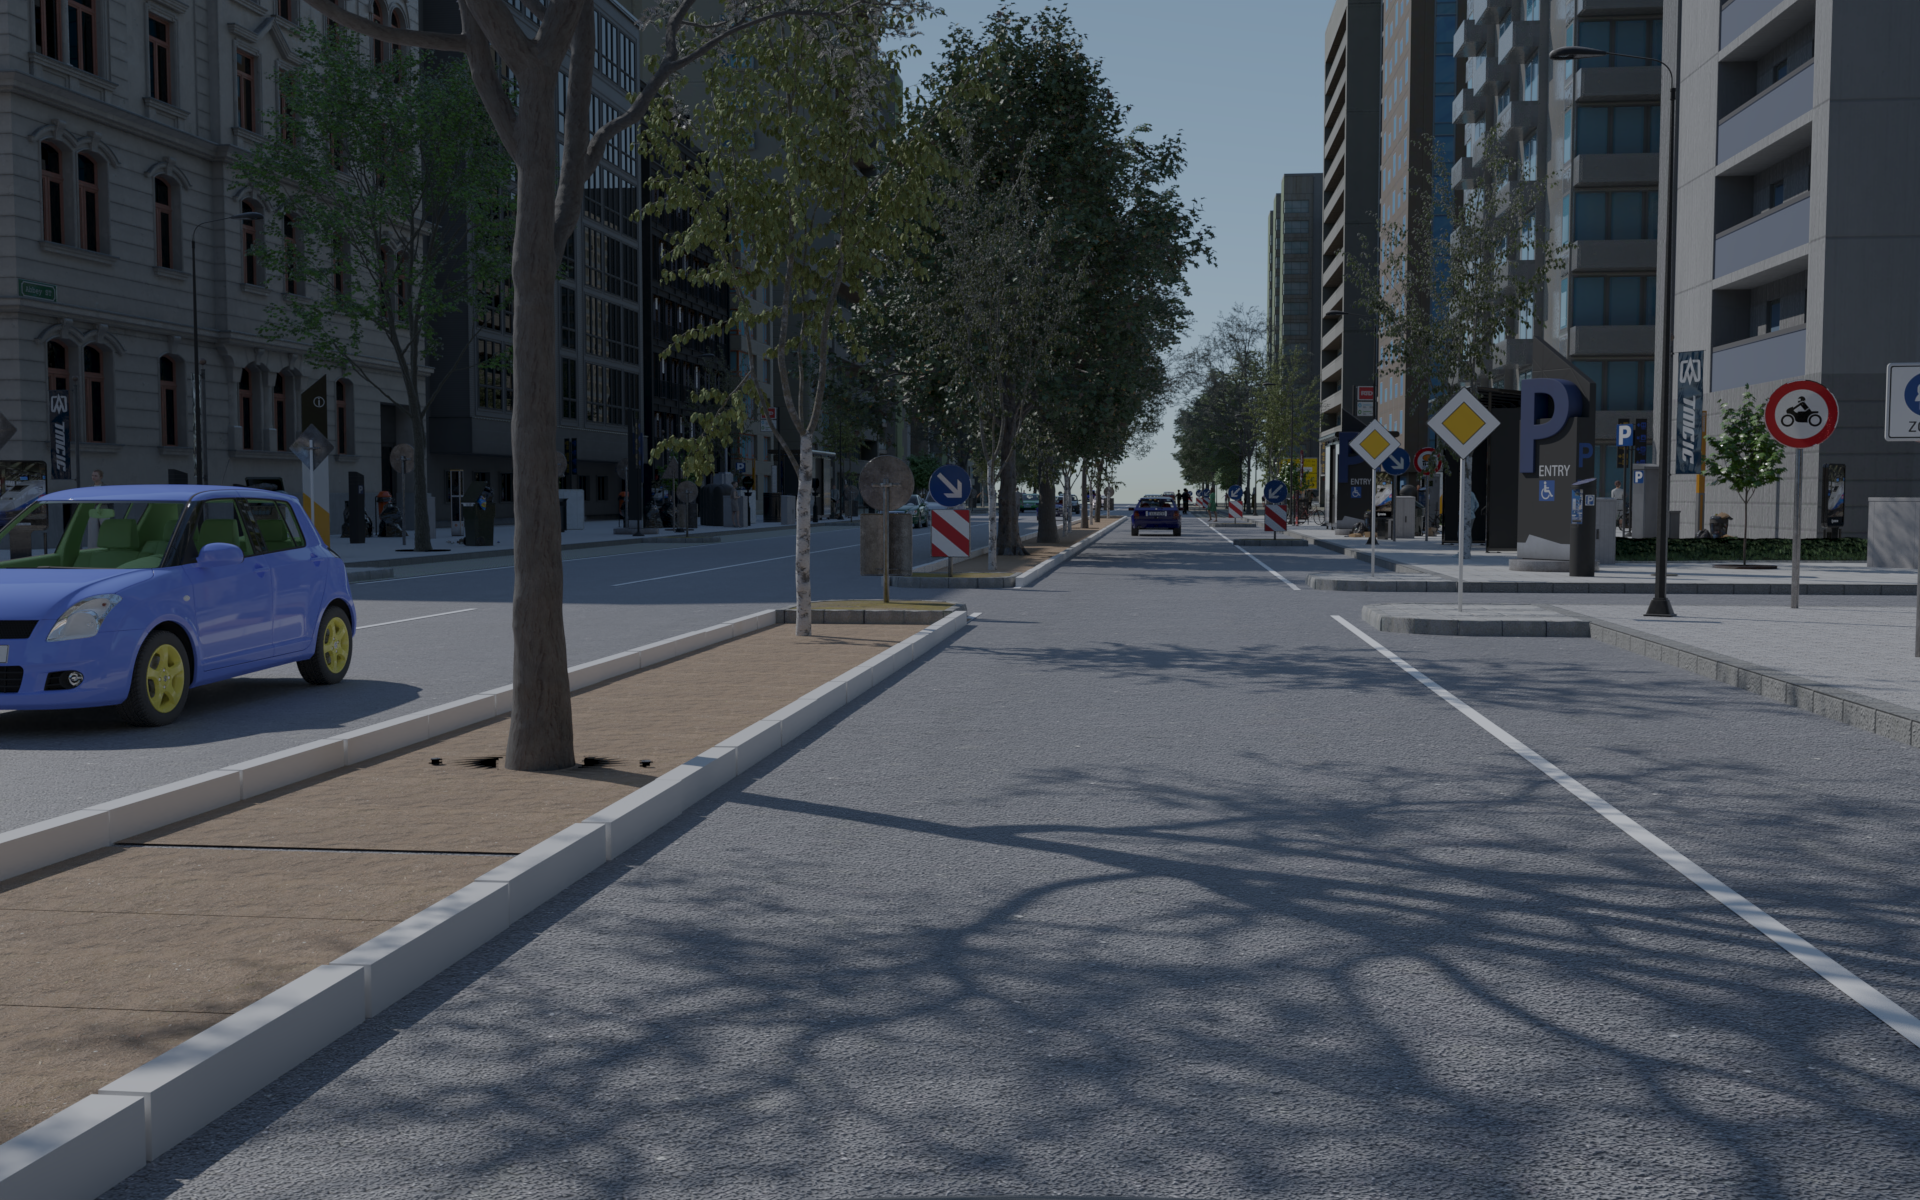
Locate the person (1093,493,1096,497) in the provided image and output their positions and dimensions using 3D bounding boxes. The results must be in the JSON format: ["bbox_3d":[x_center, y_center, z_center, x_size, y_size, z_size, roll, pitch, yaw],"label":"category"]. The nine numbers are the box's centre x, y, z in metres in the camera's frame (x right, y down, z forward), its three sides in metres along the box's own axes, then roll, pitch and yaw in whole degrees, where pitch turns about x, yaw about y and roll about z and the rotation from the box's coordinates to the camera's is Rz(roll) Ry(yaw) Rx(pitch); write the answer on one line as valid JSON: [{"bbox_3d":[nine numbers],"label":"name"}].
[{"bbox_3d":[14.007,-10.326,177.272,1.348,1.831,0.705,-2,4,-34],"label":"person"}]

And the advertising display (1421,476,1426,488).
[{"bbox_3d":[16.866,-3.532,62.954,0.123,1.923,0.974,1,4,21],"label":"advertising display"}]

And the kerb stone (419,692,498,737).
[{"bbox_3d":[-3.094,0.712,10.593,0.120,0.150,1.000,0,4,7],"label":"kerb stone"}]

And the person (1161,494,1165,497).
[{"bbox_3d":[13.740,-6.478,117.646,0.421,1.427,0.697,2,4,27],"label":"person"}]

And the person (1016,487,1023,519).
[{"bbox_3d":[3.095,-5.254,94.525,0.709,1.813,0.853,-1,4,-21],"label":"person"}]

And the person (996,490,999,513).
[{"bbox_3d":[2.942,-7.492,131.435,0.568,1.767,0.683,-1,4,-16],"label":"person"}]

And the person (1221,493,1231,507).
[{"bbox_3d":[26.438,-9.957,172.066,0.991,1.433,0.599,0,4,-3],"label":"person"}]

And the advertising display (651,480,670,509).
[{"bbox_3d":[-13.403,-4.424,77.546,0.974,1.923,0.123,2,4,27],"label":"advertising display"}]

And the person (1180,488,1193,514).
[{"bbox_3d":[15.855,-6.956,121.853,0.705,1.869,1.348,-2,4,-33],"label":"person"}]

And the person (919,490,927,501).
[{"bbox_3d":[-4.112,-11.195,189.805,1.217,1.736,0.721,1,4,21],"label":"person"}]

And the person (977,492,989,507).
[{"bbox_3d":[2.227,-9.910,168.788,1.217,1.735,0.721,-1,4,-17],"label":"person"}]

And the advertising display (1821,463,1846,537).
[{"bbox_3d":[18.434,-1.918,36.567,0.974,1.923,0.123,-3,5,-43],"label":"advertising display"}]

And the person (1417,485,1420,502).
[{"bbox_3d":[26.909,-5.837,101.610,1.348,1.807,0.705,-1,4,-13],"label":"person"}]

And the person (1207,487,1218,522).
[{"bbox_3d":[13.079,-4.950,89.681,0.529,1.795,0.600,1,4,16],"label":"person"}]

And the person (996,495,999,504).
[{"bbox_3d":[4.493,-11.568,198.432,1.065,1.426,0.557,1,4,15],"label":"person"}]

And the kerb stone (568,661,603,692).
[{"bbox_3d":[-2.845,0.585,12.633,0.120,0.150,1.000,0,4,7],"label":"kerb stone"}]

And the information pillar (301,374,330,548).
[{"bbox_3d":[-12.514,-2.588,33.661,0.504,3.616,0.183,-2,4,-31],"label":"information pillar"}]

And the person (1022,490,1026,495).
[{"bbox_3d":[6.245,-9.834,169.158,0.709,1.838,0.599,0,4,2],"label":"person"}]

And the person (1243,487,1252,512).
[{"bbox_3d":[20.948,-7.369,126.659,1.348,1.807,0.705,3,5,42],"label":"person"}]

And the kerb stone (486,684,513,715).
[{"bbox_3d":[-2.976,0.647,11.619,0.120,0.150,1.000,0,4,7],"label":"kerb stone"}]

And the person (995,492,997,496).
[{"bbox_3d":[4.982,-14.289,239.530,0.599,1.838,0.709,0,4,-4],"label":"person"}]

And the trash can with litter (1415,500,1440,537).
[{"bbox_3d":[14.011,-2.510,52.419,1.055,1.170,0.624,2,4,35],"label":"trash can with litter"}]

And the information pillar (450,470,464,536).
[{"bbox_3d":[-15.278,-2.944,52.634,0.304,2.012,0.304,0,4,3],"label":"information pillar"}]

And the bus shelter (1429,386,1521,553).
[{"bbox_3d":[12.302,-3.014,40.558,1.731,3.624,6.357,0,4,7],"label":"bus shelter"}]

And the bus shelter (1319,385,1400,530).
[{"bbox_3d":[14.027,-5.143,61.716,2.179,5.291,8.768,0,4,7],"label":"bus shelter"}]

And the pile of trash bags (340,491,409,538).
[{"bbox_3d":[-17.638,-2.610,52.427,1.912,1.369,3.447,-1,4,-11],"label":"pile of trash bags"}]

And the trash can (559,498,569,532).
[{"bbox_3d":[-13.487,-2.837,58.039,0.748,1.137,0.748,0,3,0],"label":"trash can"}]

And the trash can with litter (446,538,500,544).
[{"bbox_3d":[-12.854,-2.083,45.114,1.678,1.210,2.233,0,4,2],"label":"trash can with litter"}]

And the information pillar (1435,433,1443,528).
[{"bbox_3d":[18.297,-4.581,66.257,0.504,3.616,0.183,-3,5,-42],"label":"information pillar"}]

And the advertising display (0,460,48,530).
[{"bbox_3d":[-17.864,-1.693,32.895,0.974,1.923,0.123,-2,4,-31],"label":"advertising display"}]

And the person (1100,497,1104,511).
[{"bbox_3d":[12.179,-8.473,150.293,1.065,1.426,0.557,3,5,41],"label":"person"}]

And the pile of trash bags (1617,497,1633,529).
[{"bbox_3d":[26.924,-3.561,67.982,3.447,1.369,1.912,0,4,8],"label":"pile of trash bags"}]

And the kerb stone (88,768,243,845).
[{"bbox_3d":[-3.459,0.898,7.547,0.120,0.150,1.000,0,4,7],"label":"kerb stone"}]

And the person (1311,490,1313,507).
[{"bbox_3d":[32.353,-9.317,159.094,0.721,1.743,1.217,1,4,12],"label":"person"}]

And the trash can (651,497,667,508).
[{"bbox_3d":[-12.572,-3.716,72.405,0.748,1.137,0.748,0,3,0],"label":"trash can"}]

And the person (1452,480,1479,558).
[{"bbox_3d":[10.262,-1.668,35.121,0.589,1.601,0.330,-2,4,-32],"label":"person"}]

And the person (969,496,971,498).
[{"bbox_3d":[1.569,-13.341,227.361,0.799,1.438,0.628,0,4,2],"label":"person"}]

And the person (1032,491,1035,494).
[{"bbox_3d":[8.084,-11.057,189.266,0.705,1.826,1.348,3,4,36],"label":"person"}]

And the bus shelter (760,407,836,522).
[{"bbox_3d":[-7.807,-6.408,82.402,2.179,5.291,8.768,0,4,7],"label":"bus shelter"}]

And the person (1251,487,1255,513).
[{"bbox_3d":[19.122,-6.500,113.054,0.721,1.736,1.217,0,4,0],"label":"person"}]

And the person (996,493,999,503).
[{"bbox_3d":[4.983,-14.580,244.426,1.348,1.824,0.705,1,4,13],"label":"person"}]

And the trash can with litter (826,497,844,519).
[{"bbox_3d":[-6.488,-4.722,88.592,0.624,1.170,1.055,3,4,38],"label":"trash can with litter"}]

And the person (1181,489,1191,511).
[{"bbox_3d":[19.002,-8.368,145.279,0.705,1.831,1.348,-2,4,-32],"label":"person"}]

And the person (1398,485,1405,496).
[{"bbox_3d":[28.118,-6.382,110.021,0.705,1.869,1.348,-1,4,-22],"label":"person"}]

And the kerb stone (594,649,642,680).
[{"bbox_3d":[-2.736,0.527,13.657,0.120,0.150,1.000,0,4,7],"label":"kerb stone"}]

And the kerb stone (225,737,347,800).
[{"bbox_3d":[-3.338,0.834,8.561,0.120,0.150,1.000,0,4,7],"label":"kerb stone"}]

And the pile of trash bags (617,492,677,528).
[{"bbox_3d":[-12.131,-3.451,66.180,1.912,1.369,3.447,-3,5,-40],"label":"pile of trash bags"}]

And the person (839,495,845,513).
[{"bbox_3d":[-7.656,-6.598,114.642,0.721,1.735,1.217,3,5,44],"label":"person"}]

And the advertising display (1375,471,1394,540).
[{"bbox_3d":[11.911,-2.663,48.757,0.123,1.923,0.974,-2,4,-23],"label":"advertising display"}]

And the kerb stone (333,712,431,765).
[{"bbox_3d":[-3.208,0.772,9.577,0.120,0.150,1.000,0,4,7],"label":"kerb stone"}]

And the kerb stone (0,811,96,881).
[{"bbox_3d":[-3.566,0.958,6.530,0.120,0.150,1.000,0,4,7],"label":"kerb stone"}]

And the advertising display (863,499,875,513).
[{"bbox_3d":[-4.983,-5.656,97.697,0.974,1.923,0.123,0,4,-7],"label":"advertising display"}]

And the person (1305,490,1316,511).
[{"bbox_3d":[24.358,-7.024,120.980,1.348,1.812,0.705,3,5,44],"label":"person"}]

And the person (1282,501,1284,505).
[{"bbox_3d":[32.066,-9.955,172.022,0.991,1.433,0.599,0,4,-8],"label":"person"}]

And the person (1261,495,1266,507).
[{"bbox_3d":[29.867,-9.817,169.781,0.421,1.427,0.697,-2,4,-32],"label":"person"}]

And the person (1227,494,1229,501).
[{"bbox_3d":[26.062,-9.882,168.433,0.721,1.723,1.217,0,4,-6],"label":"person"}]

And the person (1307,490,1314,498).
[{"bbox_3d":[31.124,-9.066,154.797,1.217,1.766,0.721,-2,4,-24],"label":"person"}]

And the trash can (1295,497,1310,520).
[{"bbox_3d":[17.020,-4.554,86.106,0.748,1.137,0.748,0,3,0],"label":"trash can"}]

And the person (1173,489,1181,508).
[{"bbox_3d":[20.597,-9.489,163.280,1.348,1.869,0.705,-3,5,-39],"label":"person"}]
